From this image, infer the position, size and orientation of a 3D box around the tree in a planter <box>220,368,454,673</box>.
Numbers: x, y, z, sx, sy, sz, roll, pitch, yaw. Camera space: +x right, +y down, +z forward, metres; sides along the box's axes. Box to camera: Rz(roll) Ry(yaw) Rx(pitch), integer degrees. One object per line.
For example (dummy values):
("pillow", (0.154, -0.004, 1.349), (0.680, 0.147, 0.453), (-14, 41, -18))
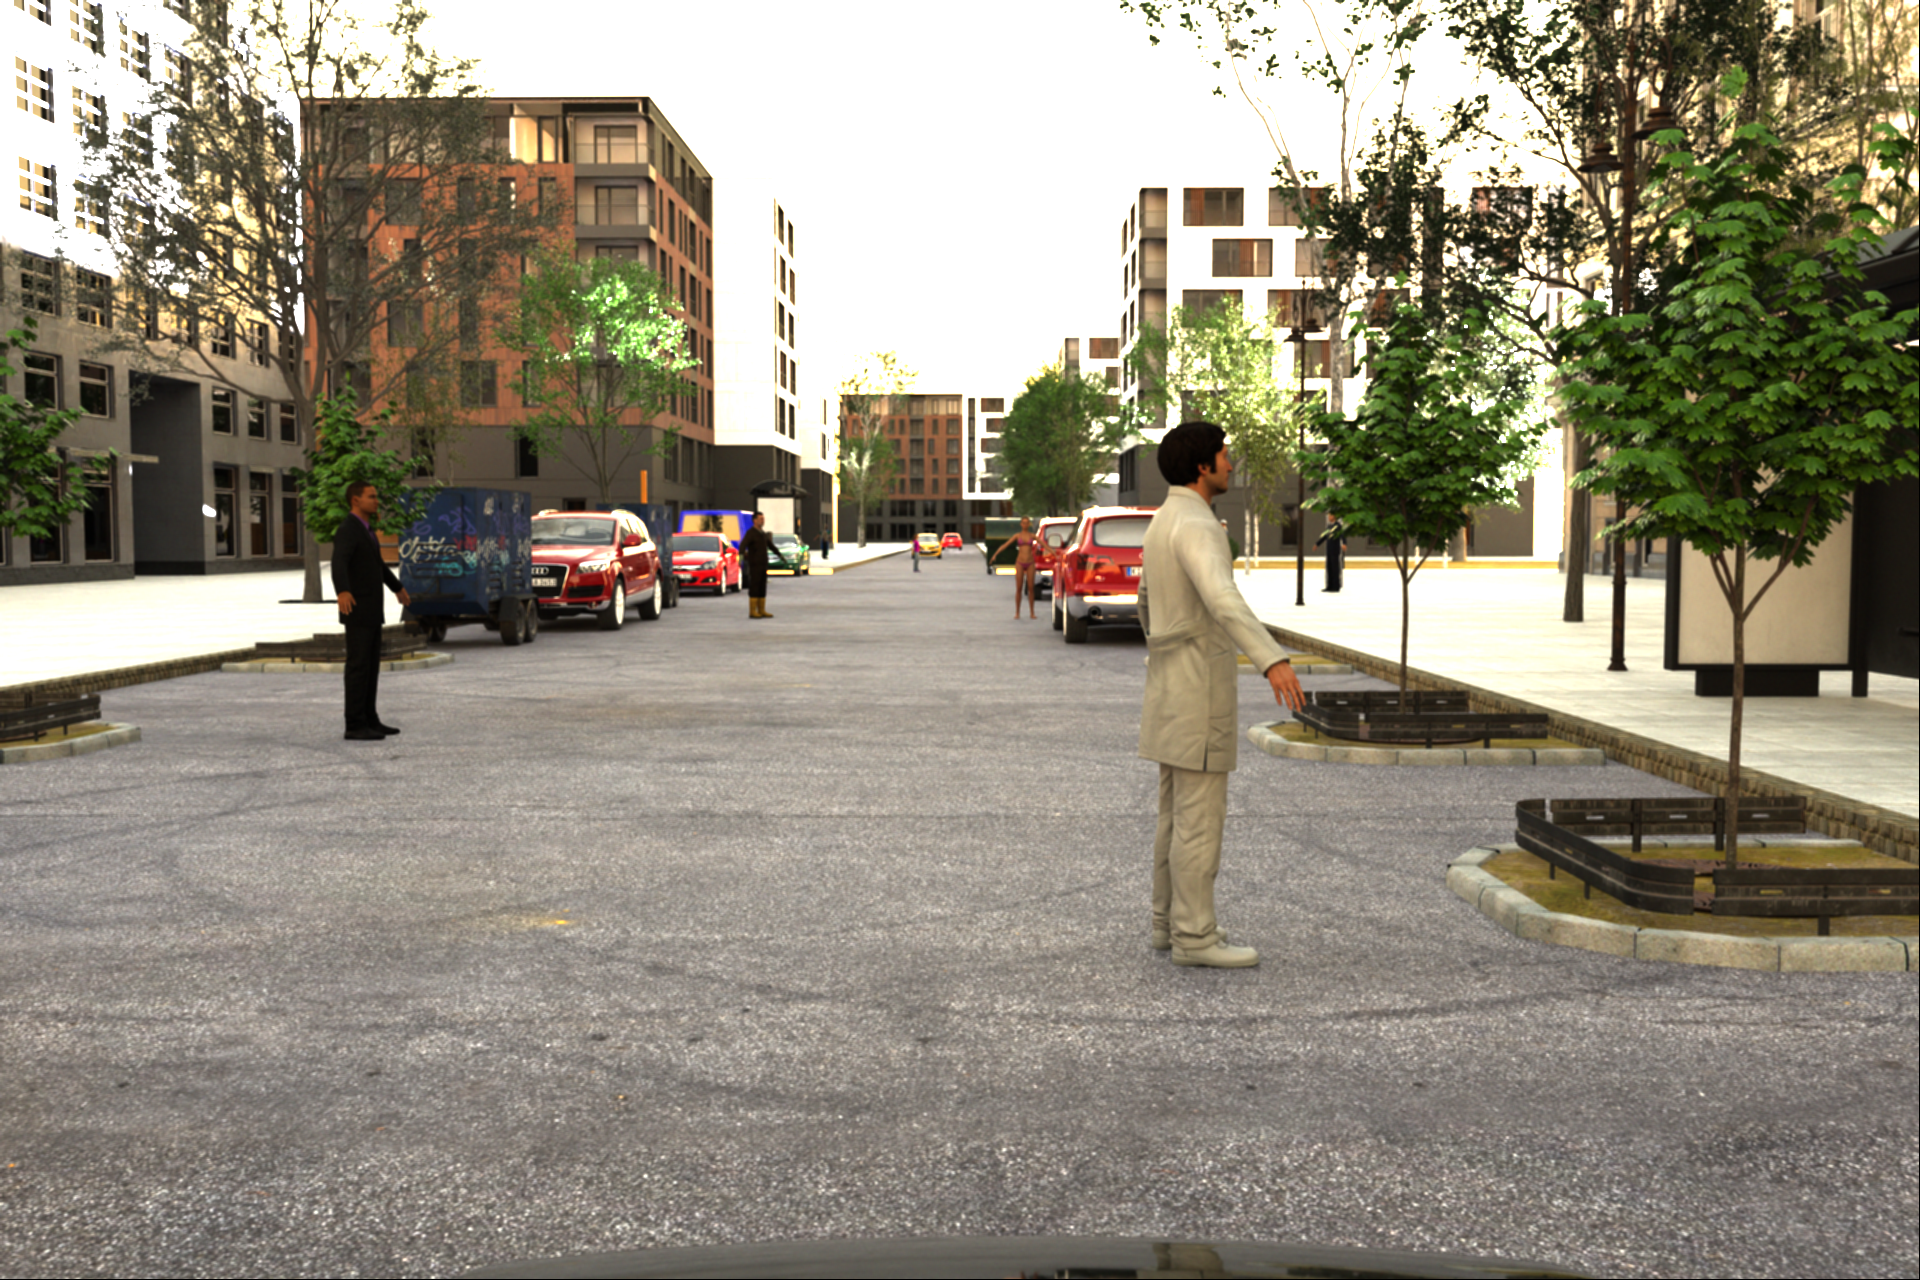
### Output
("tree in a planter", (-6.661, -1.321, 18.819), (1.991, 3.239, 1.994), (0, 4, 1))

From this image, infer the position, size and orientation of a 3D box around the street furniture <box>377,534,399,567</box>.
("street furniture", (-21.069, -3.986, 72.024), (9.812, 1.723, 11.010), (-2, 4, -24))

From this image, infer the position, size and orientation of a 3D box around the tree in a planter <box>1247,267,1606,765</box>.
("tree in a planter", (3.004, -0.881, 11.634), (1.991, 3.239, 1.994), (0, 4, -1))

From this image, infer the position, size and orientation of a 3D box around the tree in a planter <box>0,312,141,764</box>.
("tree in a planter", (-6.702, -0.873, 11.490), (1.991, 3.239, 1.994), (0, 4, 0))

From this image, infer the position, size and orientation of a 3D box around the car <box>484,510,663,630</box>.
("car", (-6.058, -1.149, 27.467), (2.281, 1.827, 5.304), (0, 4, 0))

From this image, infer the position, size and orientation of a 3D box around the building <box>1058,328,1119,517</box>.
("building", (24.430, -21.051, 188.161), (27.936, 21.610, 32.646), (0, 4, 1))

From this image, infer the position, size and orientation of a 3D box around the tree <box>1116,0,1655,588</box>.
("tree", (10.231, -11.262, 40.023), (12.611, 20.169, 13.585), (0, 3, 0))

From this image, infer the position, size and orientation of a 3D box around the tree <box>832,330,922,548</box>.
("tree", (-10.216, -18.522, 158.721), (12.611, 20.169, 13.585), (0, 3, 0))

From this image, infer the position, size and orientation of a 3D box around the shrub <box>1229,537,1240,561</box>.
("shrub", (12.264, -4.149, 78.961), (1.383, 1.207, 1.383), (0, 3, 0))

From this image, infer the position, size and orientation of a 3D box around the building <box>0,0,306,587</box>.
("building", (-28.236, -14.201, 50.593), (11.959, 24.771, 22.079), (0, 4, 0))

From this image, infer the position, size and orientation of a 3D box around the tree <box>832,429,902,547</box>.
("tree", (-9.250, -14.918, 169.672), (9.928, 11.665, 9.643), (0, 3, 0))

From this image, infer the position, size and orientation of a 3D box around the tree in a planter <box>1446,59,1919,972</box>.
("tree in a planter", (2.973, -0.572, 6.571), (1.991, 3.239, 1.994), (0, 4, -1))

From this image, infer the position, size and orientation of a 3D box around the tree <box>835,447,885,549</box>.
("tree", (-8.861, -12.038, 147.189), (4.360, 8.622, 3.978), (0, 3, 0))

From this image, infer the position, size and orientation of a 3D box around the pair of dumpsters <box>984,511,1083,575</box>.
("pair of dumpsters", (3.070, -3.465, 61.597), (4.436, 2.255, 1.574), (0, 4, 1))

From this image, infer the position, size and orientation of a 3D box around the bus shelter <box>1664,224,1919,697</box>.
("bus shelter", (6.365, -1.051, 11.115), (2.014, 3.302, 5.546), (0, 4, 0))

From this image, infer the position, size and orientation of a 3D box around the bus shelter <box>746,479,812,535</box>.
("bus shelter", (-6.902, -4.454, 66.754), (2.014, 3.302, 5.546), (0, 4, 0))

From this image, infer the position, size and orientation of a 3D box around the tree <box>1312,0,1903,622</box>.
("tree", (8.785, -5.528, 24.796), (8.767, 10.594, 7.601), (2, 4, 33))

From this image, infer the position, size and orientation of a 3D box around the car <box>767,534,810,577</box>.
("car", (-6.255, -2.944, 59.926), (2.131, 1.459, 4.920), (0, 4, 0))

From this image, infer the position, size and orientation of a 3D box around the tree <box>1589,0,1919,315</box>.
("tree", (8.891, -4.068, 16.868), (4.360, 8.622, 3.978), (0, 3, 0))

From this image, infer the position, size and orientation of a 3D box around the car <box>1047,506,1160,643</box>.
("car", (2.384, -0.953, 24.262), (2.281, 1.827, 5.304), (0, 4, 0))

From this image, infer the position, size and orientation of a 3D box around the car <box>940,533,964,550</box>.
("car", (-0.723, -8.814, 153.148), (2.155, 1.783, 4.494), (0, 4, 1))

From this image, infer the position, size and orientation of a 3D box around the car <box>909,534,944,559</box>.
("car", (-1.936, -5.569, 101.277), (2.015, 1.641, 3.980), (0, 4, 0))

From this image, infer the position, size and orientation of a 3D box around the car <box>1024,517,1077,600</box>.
("car", (2.494, -1.858, 39.049), (2.281, 1.827, 5.304), (0, 4, 1))

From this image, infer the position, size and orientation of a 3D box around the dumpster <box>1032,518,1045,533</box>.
("dumpster", (2.789, -2.253, 45.048), (1.865, 1.857, 1.264), (0, 4, -1))

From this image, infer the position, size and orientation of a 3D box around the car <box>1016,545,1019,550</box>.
("car", (2.914, -2.711, 56.129), (2.131, 1.459, 4.920), (0, 4, -1))

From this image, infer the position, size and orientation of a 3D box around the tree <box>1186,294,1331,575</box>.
("tree", (9.202, -6.324, 53.755), (4.737, 8.622, 4.395), (0, 3, 0))

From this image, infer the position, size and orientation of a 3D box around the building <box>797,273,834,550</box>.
("building", (-24.870, -17.701, 133.393), (27.936, 21.610, 32.646), (0, 3, 0))

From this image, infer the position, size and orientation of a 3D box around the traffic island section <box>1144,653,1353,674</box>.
("traffic island section", (3.023, 0.255, 18.690), (1.991, 0.108, 1.994), (0, 3, 0))

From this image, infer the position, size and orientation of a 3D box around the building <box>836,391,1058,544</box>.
("building", (-1.106, -25.275, 259.671), (32.646, 21.610, 27.936), (0, 4, 3))

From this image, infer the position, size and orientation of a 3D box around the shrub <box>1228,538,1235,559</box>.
("shrub", (10.640, -3.610, 70.139), (1.383, 1.207, 1.383), (0, 3, 0))

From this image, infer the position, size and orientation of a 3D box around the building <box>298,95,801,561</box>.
("building", (-24.686, -15.511, 97.572), (27.936, 21.610, 32.646), (0, 4, 1))

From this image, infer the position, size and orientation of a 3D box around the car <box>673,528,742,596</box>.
("car", (-6.309, -1.969, 41.226), (2.155, 1.783, 4.494), (0, 4, 1))

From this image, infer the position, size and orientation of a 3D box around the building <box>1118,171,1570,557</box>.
("building", (24.208, -16.522, 114.106), (27.936, 21.610, 32.646), (0, 4, 0))

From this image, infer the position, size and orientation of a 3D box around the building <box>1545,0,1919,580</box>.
("building", (26.010, -15.969, 47.001), (13.634, 28.700, 20.117), (0, 4, 1))
